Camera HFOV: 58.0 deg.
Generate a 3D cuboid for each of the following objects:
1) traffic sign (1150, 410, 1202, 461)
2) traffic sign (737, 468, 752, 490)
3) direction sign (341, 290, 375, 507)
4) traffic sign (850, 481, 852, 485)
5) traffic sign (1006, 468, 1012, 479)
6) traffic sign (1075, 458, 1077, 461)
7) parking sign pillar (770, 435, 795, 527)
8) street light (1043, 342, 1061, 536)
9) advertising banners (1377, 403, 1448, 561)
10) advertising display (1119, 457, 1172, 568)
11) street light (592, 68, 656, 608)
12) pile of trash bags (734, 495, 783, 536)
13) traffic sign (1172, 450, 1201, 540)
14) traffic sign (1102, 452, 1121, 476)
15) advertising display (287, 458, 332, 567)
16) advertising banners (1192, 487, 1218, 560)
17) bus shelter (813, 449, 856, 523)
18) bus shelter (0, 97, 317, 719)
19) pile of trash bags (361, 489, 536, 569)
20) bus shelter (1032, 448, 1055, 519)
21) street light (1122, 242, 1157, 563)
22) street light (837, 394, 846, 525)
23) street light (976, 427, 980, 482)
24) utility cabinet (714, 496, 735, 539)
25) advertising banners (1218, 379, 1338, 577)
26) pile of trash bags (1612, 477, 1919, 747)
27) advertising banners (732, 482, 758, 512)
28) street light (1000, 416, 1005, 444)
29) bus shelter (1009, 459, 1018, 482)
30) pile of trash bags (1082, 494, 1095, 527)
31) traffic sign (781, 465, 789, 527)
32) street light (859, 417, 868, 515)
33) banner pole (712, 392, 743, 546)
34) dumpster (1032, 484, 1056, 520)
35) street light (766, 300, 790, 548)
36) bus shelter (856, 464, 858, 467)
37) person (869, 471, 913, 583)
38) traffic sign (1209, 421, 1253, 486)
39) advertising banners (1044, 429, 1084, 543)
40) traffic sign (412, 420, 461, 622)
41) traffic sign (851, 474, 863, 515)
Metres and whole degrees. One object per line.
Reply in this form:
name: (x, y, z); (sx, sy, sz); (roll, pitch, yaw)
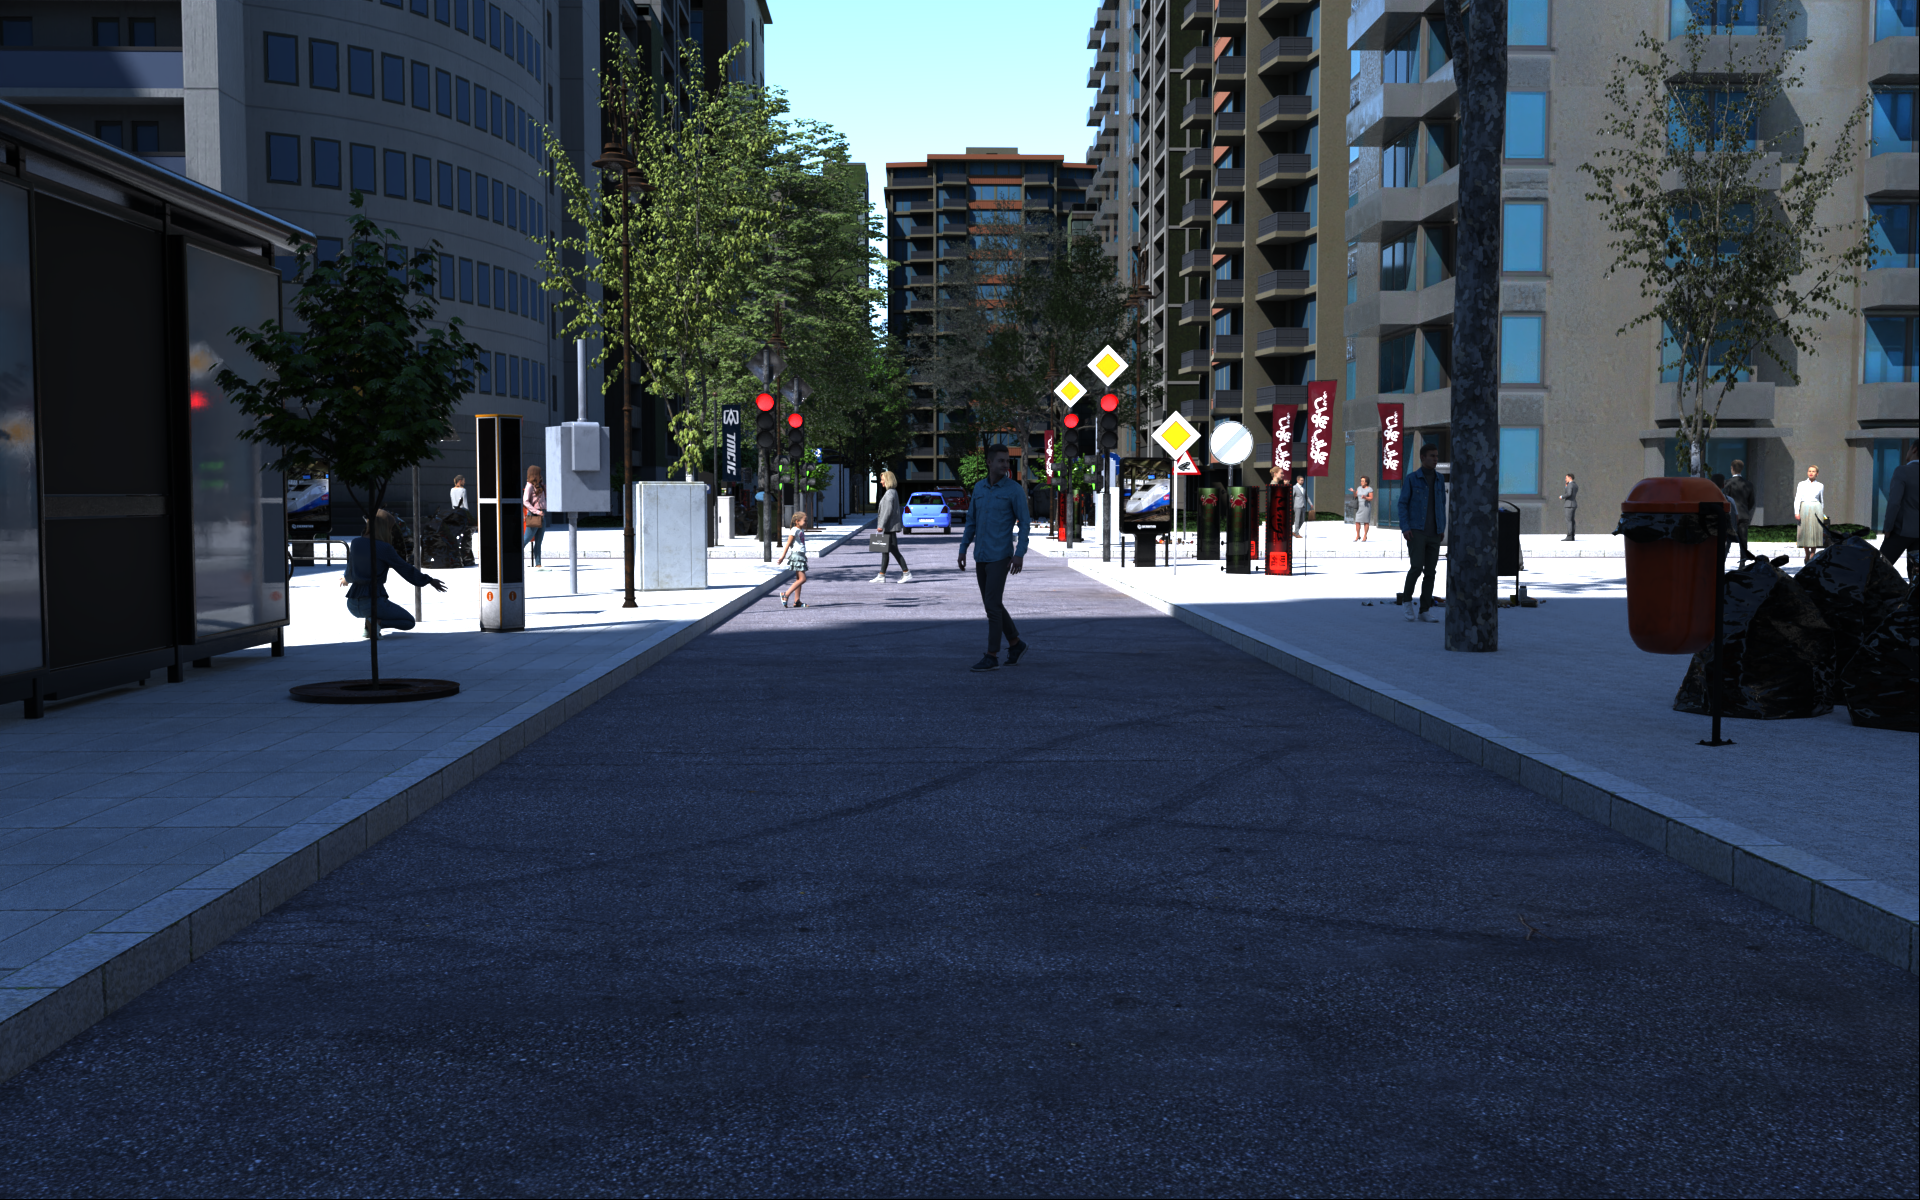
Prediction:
traffic sign: (3.404, -1.679, 27.191); (0.795, 2.593, 0.064); (0, 4, 7)
traffic sign: (-8.327, -3.957, 66.823); (0.606, 2.300, 0.079); (0, 4, 8)
direction sign: (-6.692, -1.694, 19.688); (0.379, 3.537, 0.876); (2, 4, 24)
traffic sign: (-7.065, -6.537, 106.875); (0.884, 2.594, 0.081); (0, 4, 0)
traffic sign: (1.984, -4.817, 78.870); (0.768, 2.556, 0.104); (0, 3, 0)
traffic sign: (3.391, -3.275, 53.650); (0.768, 2.556, 0.104); (0, 4, 3)
parking sign pillar: (-6.952, -4.886, 68.359); (1.447, 3.967, 1.447); (-2, 4, -24)
street light: (2.790, -4.883, 52.627); (0.468, 5.910, 1.993); (0, 4, -1)
advertising banners: (9.011, -2.269, 33.287); (2.074, 3.025, 0.090); (0, 4, -3)
advertising display: (3.253, -1.538, 30.365); (0.974, 1.923, 0.123); (-1, 4, -20)
street light: (-3.733, -2.852, 19.417); (0.468, 5.910, 1.993); (0, 4, -1)
pile of trash bags: (-6.756, -2.745, 54.638); (1.912, 1.369, 3.447); (2, 4, 31)
traffic sign: (6.237, -2.939, 48.049); (0.884, 2.594, 0.081); (0, 4, 3)
traffic sign: (4.567, -3.222, 52.786); (0.768, 2.556, 0.104); (0, 4, 2)
advertising display: (-11.636, -1.555, 30.641); (0.974, 1.923, 0.123); (-1, 4, -17)
advertising banners: (5.529, -2.283, 33.520); (2.074, 3.025, 0.090); (0, 4, -6)
bus shelter: (-6.025, -5.259, 79.906); (2.014, 3.302, 5.546); (0, 4, -1)
bus shelter: (-6.047, -1.935, 9.277); (2.179, 5.291, 8.768); (0, 4, -1)
pile of trash bags: (-8.938, -1.266, 30.451); (3.447, 1.369, 1.912); (1, 4, 11)
bus shelter: (4.798, -6.083, 90.740); (1.731, 3.624, 6.357); (0, 4, -1)
street light: (3.296, -3.622, 32.004); (0.468, 5.910, 1.993); (0, 4, -1)
street light: (-5.047, -6.122, 72.890); (0.468, 5.910, 1.993); (0, 4, -1)
street light: (1.162, -8.660, 114.379); (0.468, 5.910, 1.993); (0, 4, -1)
utility cabinet: (-6.964, -2.351, 49.607); (1.020, 1.237, 0.306); (2, 4, 24)
advertising banners: (4.995, -1.897, 27.206); (2.074, 3.025, 0.090); (3, 5, 43)
pile of trash bags: (4.931, -0.004, 9.811); (3.447, 1.369, 1.912); (-2, 4, -33)
advertising banners: (-7.780, -4.074, 62.795); (0.090, 3.025, 2.074); (3, 4, 36)
street light: (1.965, -6.781, 83.664); (0.468, 5.910, 1.993); (0, 4, -1)
bus shelter: (2.770, -7.359, 111.596); (1.731, 3.624, 6.357); (0, 4, -1)
pile of trash bags: (5.008, -3.670, 69.760); (1.912, 1.369, 3.447); (1, 4, 12)
traffic sign: (-6.795, -4.058, 66.457); (0.768, 2.556, 0.104); (0, 4, -1)
street light: (-5.780, -8.017, 103.860); (0.468, 5.910, 1.993); (0, 4, -1)
banner pole: (-5.774, -3.215, 42.590); (0.863, 3.779, 0.401); (-1, 4, -15)
dumpster: (4.234, -4.844, 84.956); (1.264, 1.857, 1.865); (0, 4, -1)
street light: (-4.328, -4.196, 41.394); (0.468, 5.910, 1.993); (0, 4, -1)
bus shelter: (-6.500, -5.999, 92.014); (2.014, 3.302, 5.546); (0, 4, -1)
person: (-1.125, -1.168, 27.777); (0.728, 1.800, 0.709); (1, 4, 9)
traffic sign: (4.729, -1.846, 30.294); (0.768, 2.556, 0.104); (0, 4, 3)
advertising banners: (2.764, -3.066, 46.319); (0.090, 3.025, 2.074); (-2, 4, -26)
traffic sign: (-5.427, -1.057, 17.289); (0.884, 2.594, 0.081); (0, 4, 1)
traffic sign: (-6.421, -6.629, 108.494); (0.768, 2.556, 0.104); (0, 4, 3)
